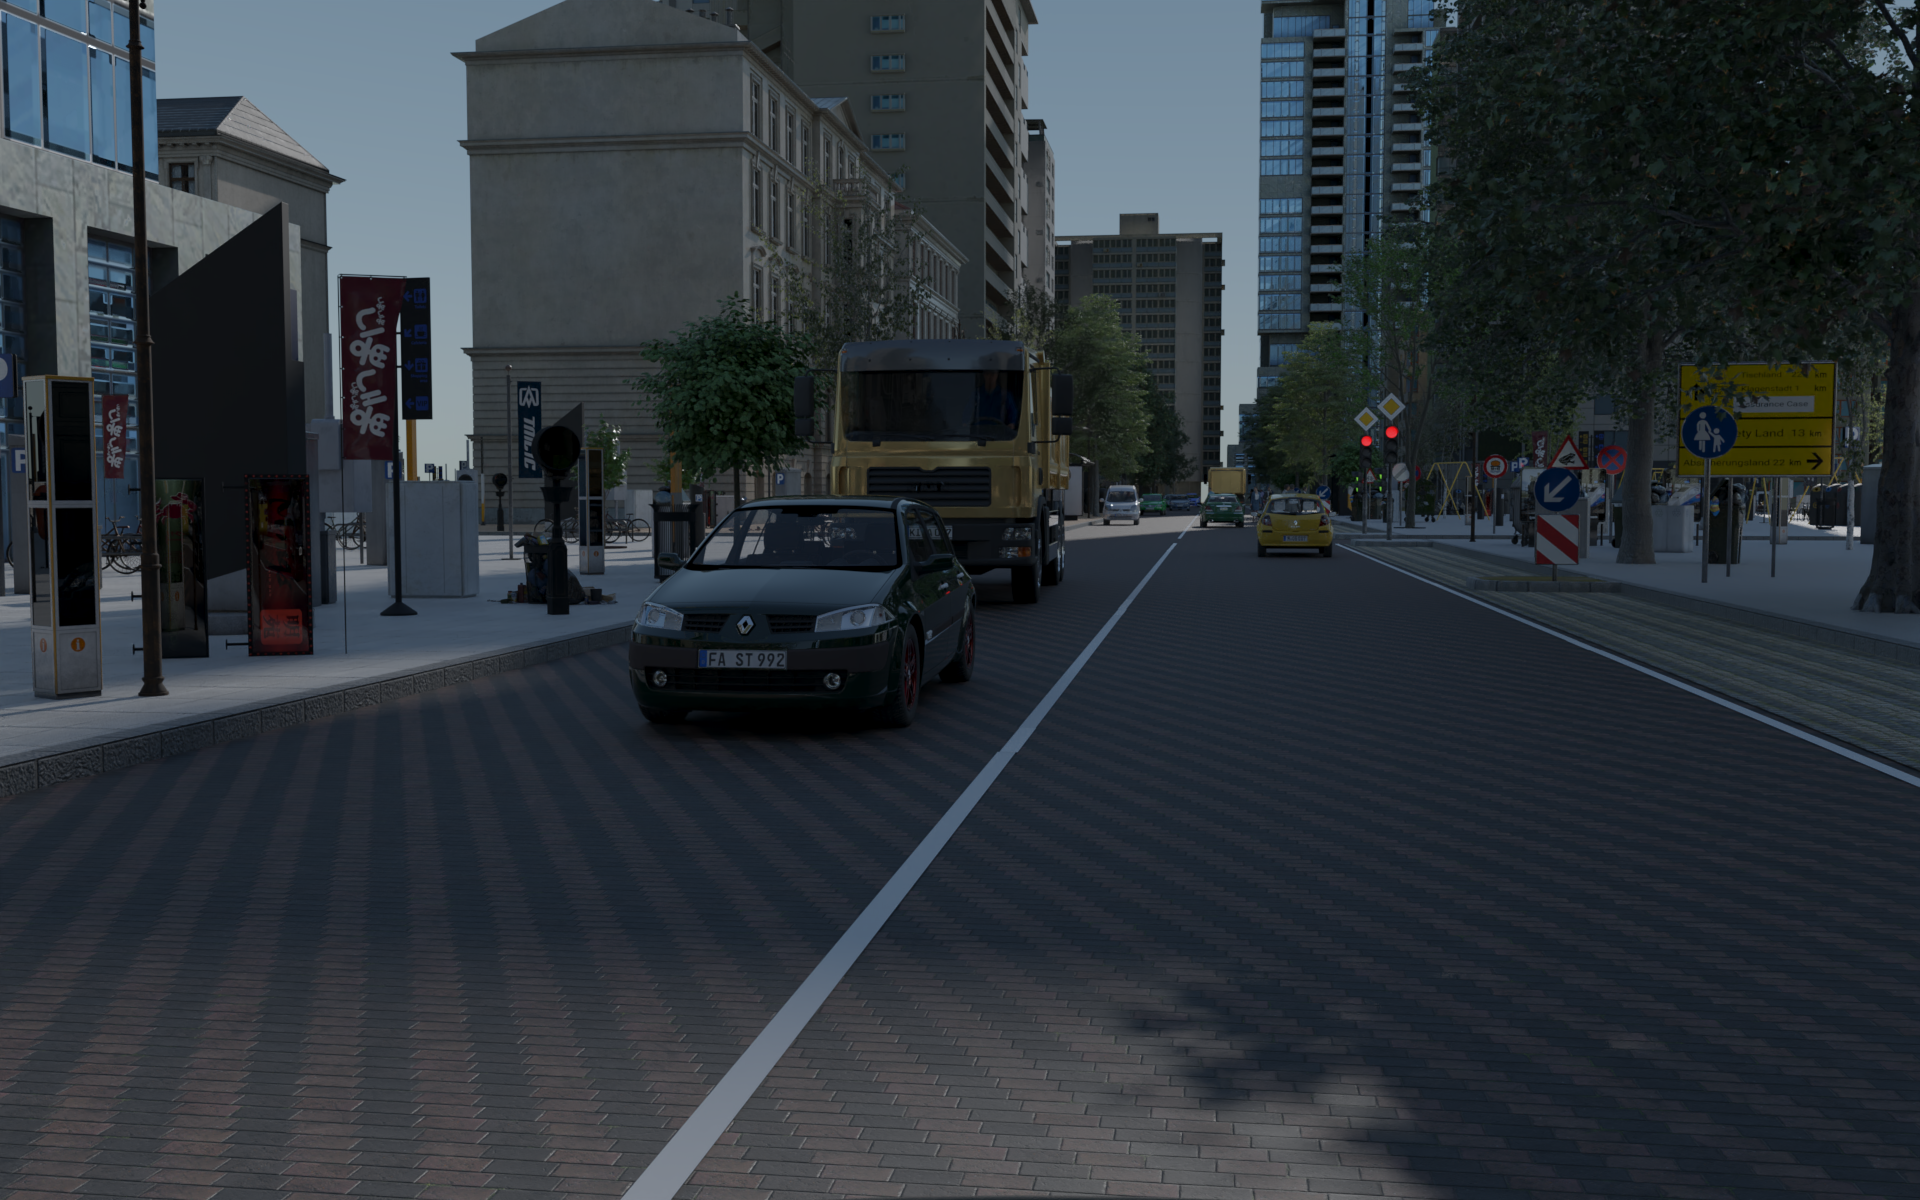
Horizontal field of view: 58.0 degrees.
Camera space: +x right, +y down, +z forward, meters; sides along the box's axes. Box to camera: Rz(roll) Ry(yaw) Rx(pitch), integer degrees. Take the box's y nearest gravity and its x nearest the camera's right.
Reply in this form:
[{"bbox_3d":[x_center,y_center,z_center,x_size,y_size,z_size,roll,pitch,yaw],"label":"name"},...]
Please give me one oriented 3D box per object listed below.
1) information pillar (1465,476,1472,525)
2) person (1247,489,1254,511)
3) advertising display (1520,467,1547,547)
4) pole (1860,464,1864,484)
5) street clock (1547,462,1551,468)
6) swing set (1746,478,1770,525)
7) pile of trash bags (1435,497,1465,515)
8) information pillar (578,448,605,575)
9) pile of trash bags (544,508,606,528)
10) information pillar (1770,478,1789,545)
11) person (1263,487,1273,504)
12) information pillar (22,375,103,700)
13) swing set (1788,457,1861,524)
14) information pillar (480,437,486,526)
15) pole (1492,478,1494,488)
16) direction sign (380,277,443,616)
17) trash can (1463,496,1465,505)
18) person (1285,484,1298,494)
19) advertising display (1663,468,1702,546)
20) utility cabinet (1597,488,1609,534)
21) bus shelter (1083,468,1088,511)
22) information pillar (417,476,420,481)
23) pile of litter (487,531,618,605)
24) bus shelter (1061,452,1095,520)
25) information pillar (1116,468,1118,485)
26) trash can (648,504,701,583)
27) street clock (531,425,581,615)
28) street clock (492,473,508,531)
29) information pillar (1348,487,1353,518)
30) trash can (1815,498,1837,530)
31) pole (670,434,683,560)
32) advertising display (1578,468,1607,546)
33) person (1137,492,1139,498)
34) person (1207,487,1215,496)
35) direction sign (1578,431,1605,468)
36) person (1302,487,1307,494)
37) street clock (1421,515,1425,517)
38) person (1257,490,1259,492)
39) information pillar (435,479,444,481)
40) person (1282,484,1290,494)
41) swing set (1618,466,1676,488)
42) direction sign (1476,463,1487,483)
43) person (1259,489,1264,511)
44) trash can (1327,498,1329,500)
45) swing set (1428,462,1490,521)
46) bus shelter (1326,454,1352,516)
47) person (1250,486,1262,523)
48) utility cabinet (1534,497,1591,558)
[{"bbox_3d":[20.900,-4.069,71.024,0.304,2.012,0.304,0,4,1],"label":"information pillar"},{"bbox_3d":[25.007,-8.582,148.439,0.705,1.869,1.348,3,4,38],"label":"person"},{"bbox_3d":[13.849,-2.228,41.647,0.123,1.923,0.974,-2,4,-24],"label":"advertising display"},{"bbox_3d":[56.551,-7.023,108.674,0.158,3.312,0.155,0,3,0],"label":"pole"},{"bbox_3d":[13.590,-2.145,39.637,0.358,2.002,0.471,3,4,36],"label":"street clock"},{"bbox_3d":[32.607,-4.645,73.565,3.119,2.851,2.862,0,4,6],"label":"swing set"},{"bbox_3d":[29.397,-5.855,105.480,1.912,1.369,3.447,3,5,44],"label":"pile of trash bags"},{"bbox_3d":[-5.859,-1.409,27.522,0.304,2.012,0.304,-3,5,-40],"label":"information pillar"},{"bbox_3d":[-15.042,-3.462,66.364,1.912,1.369,3.447,-3,4,-39],"label":"pile of trash bags"},{"bbox_3d":[20.851,-2.420,44.060,0.304,2.012,0.304,-2,4,-25],"label":"information pillar"},{"bbox_3d":[20.343,-6.510,114.304,0.648,1.900,0.474,-2,4,-35],"label":"person"},{"bbox_3d":[-5.653,-0.393,10.916,0.304,2.012,0.304,3,4,36],"label":"information pillar"},{"bbox_3d":[37.493,-4.684,74.198,2.862,2.851,3.119,1,4,10],"label":"swing set"},{"bbox_3d":[-19.502,-4.858,70.775,0.183,3.616,0.504,-1,4,-10],"label":"information pillar"},{"bbox_3d":[35.616,-7.446,115.586,0.158,3.312,0.155,0,3,0],"label":"pole"},{"bbox_3d":[-5.955,-1.607,18.275,0.876,3.537,0.379,1,4,15],"label":"direction sign"},{"bbox_3d":[33.436,-6.249,113.828,0.748,1.137,0.748,0,3,0],"label":"trash can"},{"bbox_3d":[12.711,-3.520,66.149,0.694,1.812,0.767,1,4,16],"label":"person"},{"bbox_3d":[17.863,-2.302,42.853,0.974,1.923,0.123,0,4,-6],"label":"advertising display"},{"bbox_3d":[20.098,-2.849,55.260,1.173,1.500,0.318,-1,4,-14],"label":"utility cabinet"},{"bbox_3d":[9.132,-8.276,126.597,1.731,3.624,6.357,1,4,8],"label":"bus shelter"},{"bbox_3d":[-22.564,-4.122,71.882,0.304,2.012,0.304,-1,4,-10],"label":"information pillar"},{"bbox_3d":[-4.825,-0.402,20.531,1.719,0.858,1.176,3,5,41],"label":"pile of litter"},{"bbox_3d":[5.553,-5.669,86.613,2.014,3.302,5.546,1,4,8],"label":"bus shelter"},{"bbox_3d":[10.962,-7.923,120.892,0.183,3.616,0.504,0,4,4],"label":"information pillar"},{"bbox_3d":[-4.136,-0.824,25.129,0.748,1.137,0.748,0,3,0],"label":"trash can"},{"bbox_3d":[-4.283,-0.846,18.407,0.471,2.002,0.358,-2,4,-30],"label":"street clock"},{"bbox_3d":[-15.870,-3.377,59.779,0.471,2.002,0.358,-3,4,-38],"label":"street clock"},{"bbox_3d":[21.360,-6.295,94.273,0.504,3.616,0.183,-1,4,-18],"label":"information pillar"},{"bbox_3d":[31.277,-3.116,62.594,0.748,1.137,0.748,0,3,0],"label":"trash can"},{"bbox_3d":[-5.292,-2.351,32.282,0.158,3.312,0.155,0,3,0],"label":"pole"},{"bbox_3d":[15.589,-2.296,42.755,0.974,1.923,0.123,-2,4,-33],"label":"advertising display"},{"bbox_3d":[21.934,-12.462,212.966,1.217,1.736,0.721,-1,4,-18],"label":"person"},{"bbox_3d":[14.821,-5.749,102.355,0.638,1.841,0.748,-1,4,-18],"label":"person"},{"bbox_3d":[22.644,-4.293,62.191,0.876,3.537,0.379,2,4,29],"label":"direction sign"},{"bbox_3d":[19.731,-5.557,99.129,0.755,1.850,0.659,1,4,19],"label":"person"},{"bbox_3d":[25.993,-5.663,97.154,0.471,2.002,0.358,2,4,23],"label":"street clock"},{"bbox_3d":[26.168,-8.794,152.288,0.705,1.822,1.348,1,4,19],"label":"person"},{"bbox_3d":[-24.952,-4.807,83.083,0.304,2.012,0.304,-3,5,-41],"label":"information pillar"},{"bbox_3d":[13.588,-3.940,72.768,0.795,1.843,0.661,1,4,21],"label":"person"},{"bbox_3d":[41.548,-6.589,105.349,3.119,2.851,2.862,-1,4,-19],"label":"swing set"},{"bbox_3d":[37.620,-8.139,125.068,0.876,3.537,0.379,1,4,17],"label":"direction sign"},{"bbox_3d":[26.040,-8.669,150.110,0.599,1.838,0.709,2,4,32],"label":"person"},{"bbox_3d":[26.370,-6.948,125.252,0.748,1.137,0.748,0,3,0],"label":"trash can"},{"bbox_3d":[24.067,-5.368,85.395,2.862,2.851,3.119,-1,4,-13],"label":"swing set"},{"bbox_3d":[22.889,-6.855,103.358,1.731,3.624,6.357,1,4,8],"label":"bus shelter"},{"bbox_3d":[14.895,-4.811,87.191,0.581,1.822,0.654,1,4,11],"label":"person"},{"bbox_3d":[12.130,-1.451,34.891,1.020,1.237,0.306,2,4,32],"label":"utility cabinet"}]
